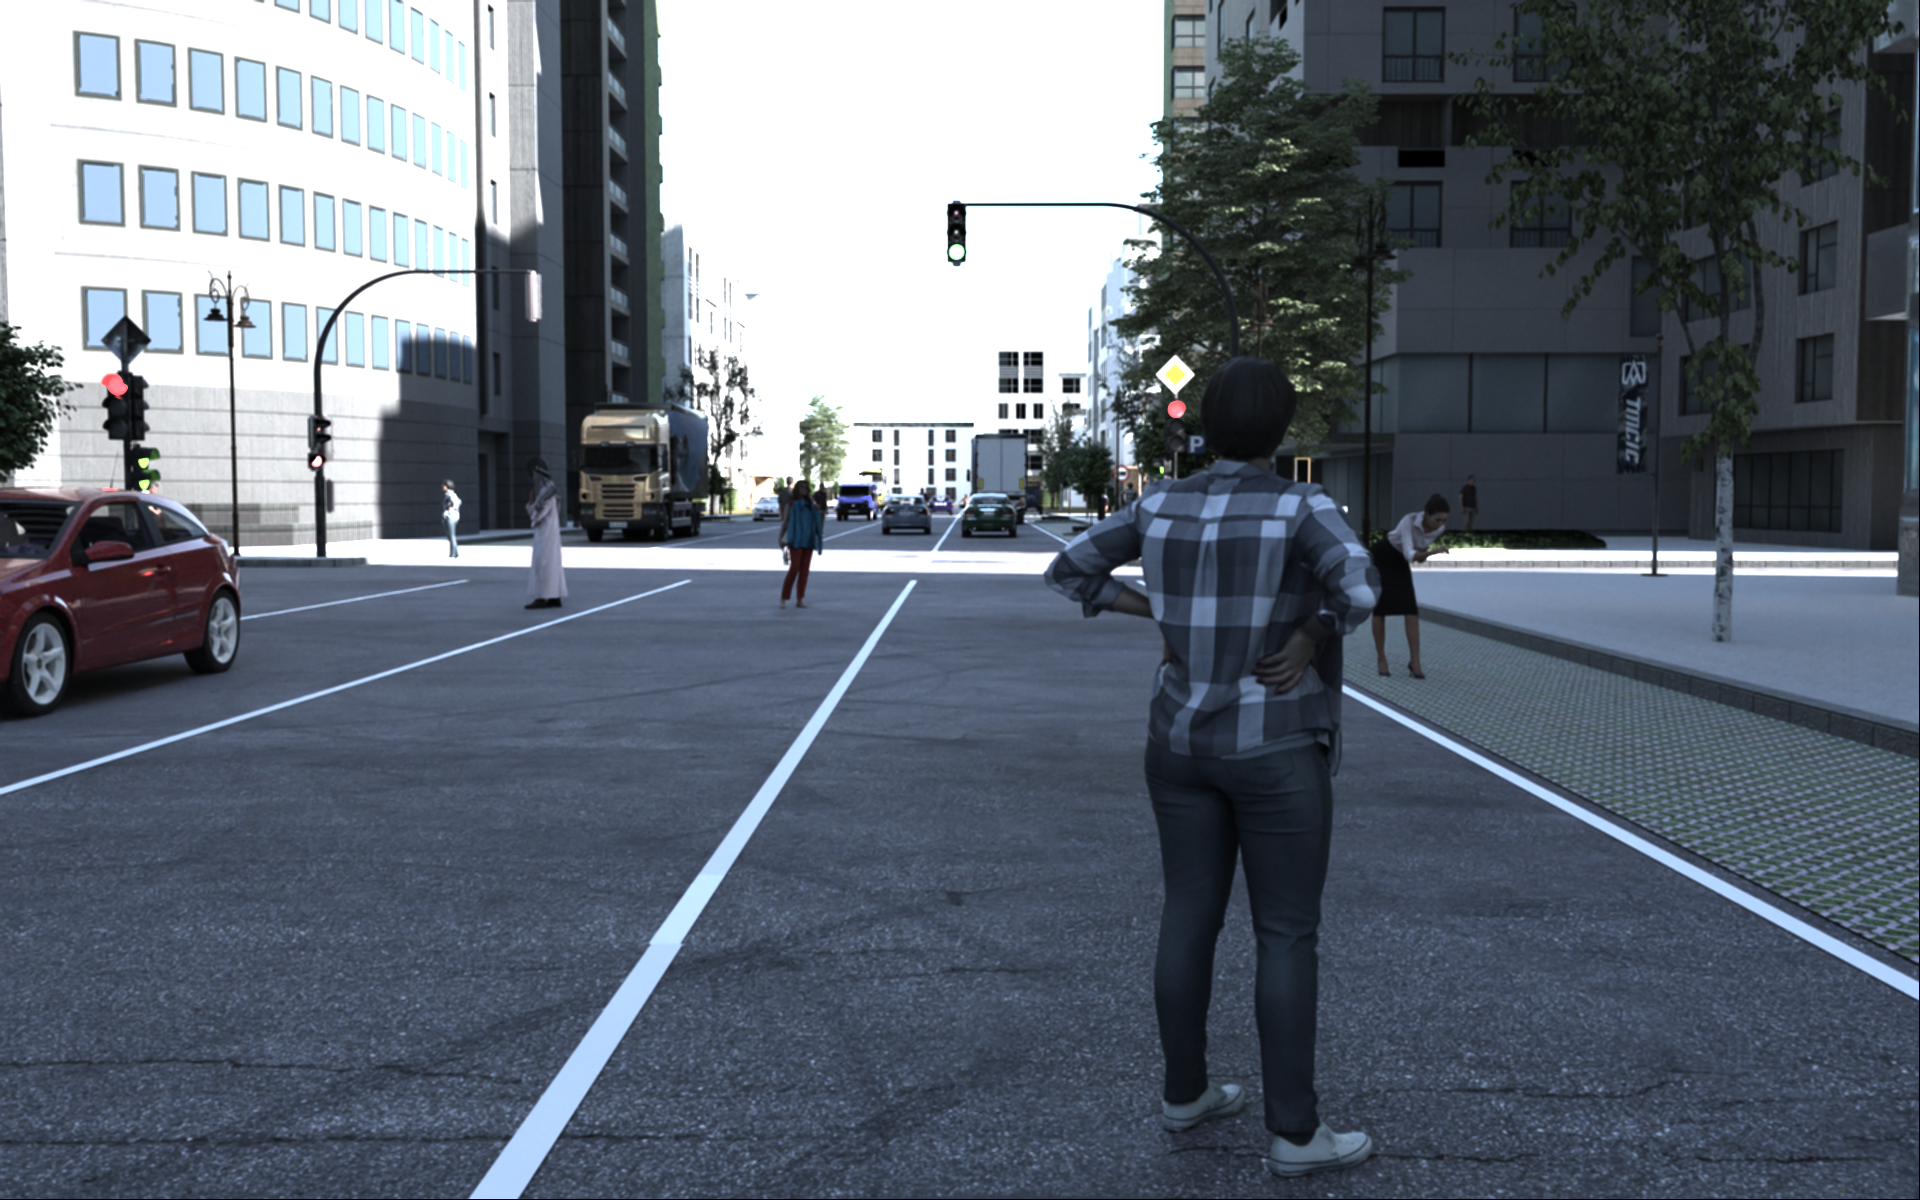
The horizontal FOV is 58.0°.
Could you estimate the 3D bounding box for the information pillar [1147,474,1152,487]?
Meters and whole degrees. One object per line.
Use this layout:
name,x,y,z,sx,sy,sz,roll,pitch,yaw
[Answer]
information pillar,6.790,-4.277,61.280,0.183,3.616,0.504,2,4,35

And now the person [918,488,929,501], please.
person,-1.785,-4.362,80.641,0.655,1.722,0.431,2,4,30

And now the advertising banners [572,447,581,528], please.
advertising banners,-14.551,-4.259,65.829,0.090,3.025,2.074,-1,4,-21

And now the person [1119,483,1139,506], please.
person,7.026,-3.962,71.542,0.841,1.734,0.376,2,4,26

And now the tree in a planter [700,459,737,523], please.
tree in a planter,-12.325,-5.512,87.336,1.991,3.239,1.994,0,4,0

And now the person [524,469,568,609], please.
person,-5.258,-0.775,21.846,0.621,1.740,0.551,-2,4,-32

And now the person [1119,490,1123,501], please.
person,9.876,-5.937,105.319,0.569,1.553,0.471,-2,4,-24

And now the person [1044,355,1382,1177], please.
person,0.603,0.331,3.811,0.376,1.734,0.841,-3,5,-43

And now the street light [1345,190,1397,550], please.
street light,6.306,-3.300,26.739,0.468,5.910,1.993,0,4,0

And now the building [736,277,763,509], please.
building,-25.905,-17.875,148.676,16.016,20.091,11.380,0,4,0

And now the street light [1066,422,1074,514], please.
street light,6.939,-8.364,109.540,0.468,5.910,1.993,0,4,0

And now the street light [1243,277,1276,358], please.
street light,6.386,-3.930,37.050,0.468,5.910,1.993,0,4,0

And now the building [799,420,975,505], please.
building,-12.317,-15.880,201.791,28.070,9.664,9.099,0,4,0

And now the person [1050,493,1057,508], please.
person,8.842,-9.631,164.235,0.721,1.743,1.217,3,4,37

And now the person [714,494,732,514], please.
person,-15.392,-6.445,112.132,1.217,1.735,0.721,-1,4,-10

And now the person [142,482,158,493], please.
person,-17.746,-1.817,37.958,0.590,1.554,0.614,0,4,6

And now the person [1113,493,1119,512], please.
person,8.663,-5.282,96.307,0.435,1.345,0.340,3,4,38

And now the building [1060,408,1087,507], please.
building,15.078,-13.927,169.854,9.099,9.664,28.070,0,4,0

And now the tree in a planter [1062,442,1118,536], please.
tree in a planter,4.549,-3.827,59.786,1.991,3.239,1.994,0,4,0

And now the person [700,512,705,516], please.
person,-15.074,-5.282,100.682,0.655,0.850,0.859,-2,4,-29

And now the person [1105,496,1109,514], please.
person,9.318,-6.306,112.373,0.697,1.427,0.421,2,4,24

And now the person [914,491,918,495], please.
person,-4.679,-10.908,187.390,0.434,1.755,0.990,2,4,33

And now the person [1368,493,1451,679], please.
person,3.479,-0.102,13.361,0.799,1.438,0.628,2,4,33

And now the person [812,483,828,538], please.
person,-4.571,-2.952,56.899,0.598,1.807,0.434,-2,4,-34

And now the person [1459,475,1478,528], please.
person,14.000,-2.533,47.593,0.598,1.807,0.434,-1,4,-17

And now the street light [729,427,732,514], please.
street light,-14.470,-8.326,108.911,0.468,5.910,1.993,0,4,0

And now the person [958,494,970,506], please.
person,0.399,-6.261,114.131,1.065,1.426,0.557,-1,4,-13

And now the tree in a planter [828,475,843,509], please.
tree in a planter,-11.704,-10.261,164.986,1.991,3.239,1.994,0,4,0

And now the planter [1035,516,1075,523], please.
planter,4.772,-4.053,87.399,1.991,0.319,1.994,0,4,0

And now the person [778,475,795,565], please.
person,-3.373,-1.602,34.829,0.434,1.807,0.598,-3,4,-37

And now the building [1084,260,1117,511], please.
building,19.570,-16.680,139.176,16.747,18.905,31.486,0,4,0

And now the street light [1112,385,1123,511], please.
street light,6.670,-6.144,73.245,0.468,5.910,1.993,0,4,0

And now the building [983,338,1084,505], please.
building,18.490,-20.695,204.819,31.486,18.905,16.747,0,4,0

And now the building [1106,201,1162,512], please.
building,18.119,-15.984,117.757,16.016,20.091,11.380,0,4,0

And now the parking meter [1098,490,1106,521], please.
parking meter,6.877,-4.629,84.093,0.372,1.533,0.369,0,3,0

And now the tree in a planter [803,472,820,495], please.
tree in a planter,-11.931,-8.553,137.064,1.991,3.239,1.994,0,4,0

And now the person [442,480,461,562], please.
person,-10.801,-1.685,36.770,0.376,1.734,0.841,0,4,-4

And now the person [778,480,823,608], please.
person,-2.018,-0.713,21.868,0.593,1.614,0.444,-1,4,-13

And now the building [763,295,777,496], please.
building,-25.276,-18.571,160.059,16.016,20.091,11.380,0,4,0

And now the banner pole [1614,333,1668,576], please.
banner pole,10.727,-2.276,27.231,0.863,3.779,0.401,3,5,41

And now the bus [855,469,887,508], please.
bus,-8.687,-11.016,171.664,2.896,3.916,12.252,0,4,-1

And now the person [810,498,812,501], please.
person,-11.124,-7.017,126.488,1.065,1.426,0.557,-1,4,-9

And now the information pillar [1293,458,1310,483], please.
information pillar,6.963,-1.887,35.345,0.304,2.012,0.304,0,4,5

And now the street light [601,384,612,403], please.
street light,-14.811,-6.112,72.717,0.468,5.910,1.993,0,4,0

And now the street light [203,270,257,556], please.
street light,-15.090,-3.863,35.942,0.468,5.910,1.993,0,4,0
